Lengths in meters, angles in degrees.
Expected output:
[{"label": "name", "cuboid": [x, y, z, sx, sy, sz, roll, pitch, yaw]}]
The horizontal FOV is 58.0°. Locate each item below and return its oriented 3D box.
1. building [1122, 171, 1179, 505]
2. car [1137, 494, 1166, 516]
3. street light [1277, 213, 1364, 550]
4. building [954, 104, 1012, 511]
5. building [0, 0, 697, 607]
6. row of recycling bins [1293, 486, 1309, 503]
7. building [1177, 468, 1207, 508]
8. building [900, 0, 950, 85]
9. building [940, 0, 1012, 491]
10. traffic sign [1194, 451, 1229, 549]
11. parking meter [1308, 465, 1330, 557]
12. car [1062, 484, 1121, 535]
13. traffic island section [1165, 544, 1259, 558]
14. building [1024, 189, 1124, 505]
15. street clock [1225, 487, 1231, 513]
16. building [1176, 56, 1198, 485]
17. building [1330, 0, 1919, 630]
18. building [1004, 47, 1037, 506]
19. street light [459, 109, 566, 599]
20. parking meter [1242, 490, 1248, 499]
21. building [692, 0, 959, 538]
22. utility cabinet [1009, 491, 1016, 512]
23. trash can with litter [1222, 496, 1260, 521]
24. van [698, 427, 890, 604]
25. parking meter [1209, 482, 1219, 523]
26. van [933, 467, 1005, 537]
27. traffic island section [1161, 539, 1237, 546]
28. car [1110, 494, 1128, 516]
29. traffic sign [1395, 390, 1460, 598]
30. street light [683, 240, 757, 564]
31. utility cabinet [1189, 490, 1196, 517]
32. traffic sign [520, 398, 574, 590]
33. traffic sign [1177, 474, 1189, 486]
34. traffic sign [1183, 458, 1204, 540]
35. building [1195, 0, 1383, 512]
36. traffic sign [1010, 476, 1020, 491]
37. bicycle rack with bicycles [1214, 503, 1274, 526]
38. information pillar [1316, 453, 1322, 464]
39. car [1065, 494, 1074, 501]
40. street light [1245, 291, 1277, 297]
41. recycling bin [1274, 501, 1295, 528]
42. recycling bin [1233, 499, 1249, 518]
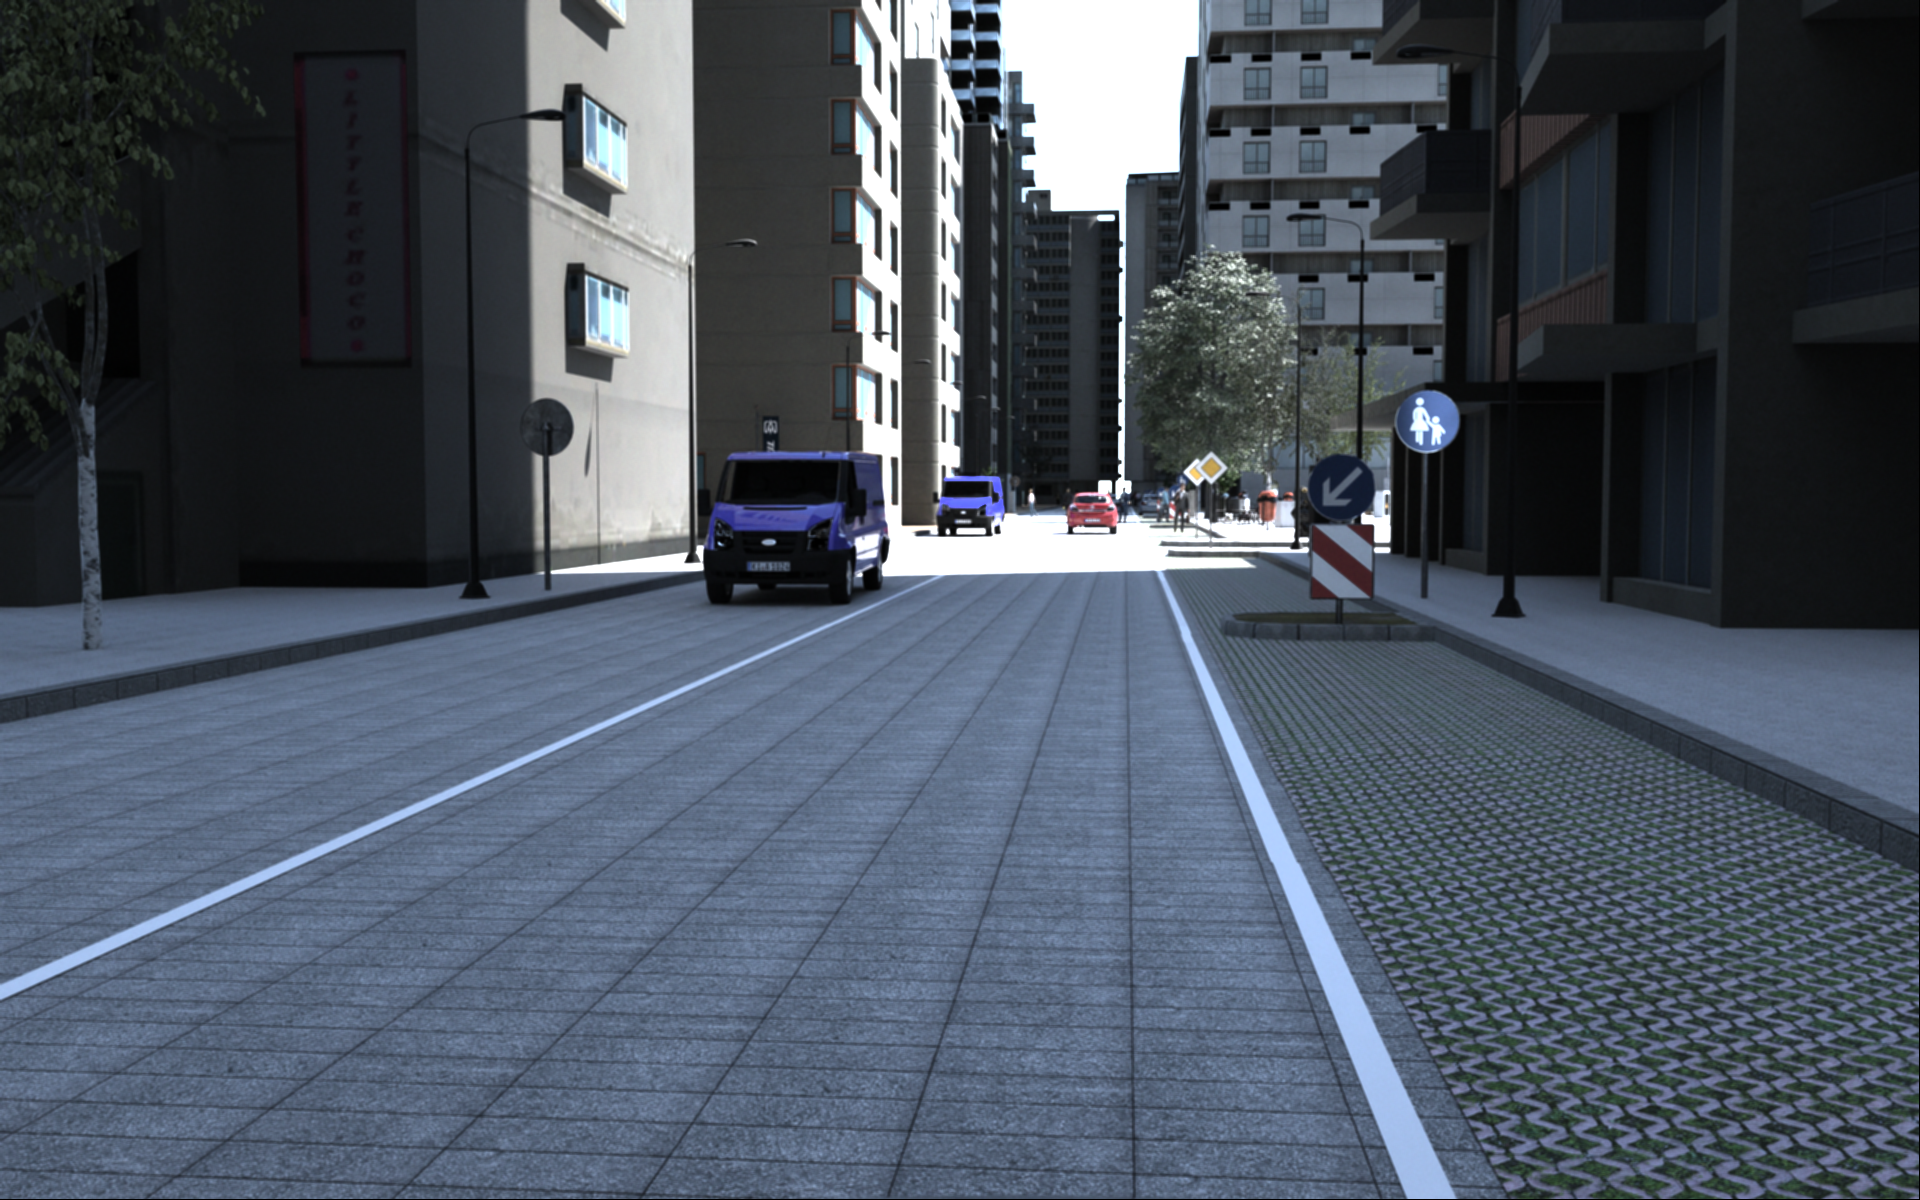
[{"label": "building", "cuboid": [27.131, -32.387, 213.119, 14.086, 41.232, 14.154, 0, 4, 5]}, {"label": "car", "cuboid": [12.723, -6.288, 114.813, 2.014, 1.417, 4.499, 0, 4, 5]}, {"label": "street light", "cuboid": [6.098, -3.439, 28.772, 1.470, 5.913, 1.316, 0, 4, 5]}, {"label": "building", "cuboid": [-3.511, -22.034, 131.962, 14.160, 30.474, 14.107, 0, 4, 5]}, {"label": "building", "cuboid": [-17.306, -24.695, 27.462, 21.600, 48.544, 21.300, 0, 4, 5]}, {"label": "row of recycling bins", "cuboid": [19.243, -5.112, 90.692, 3.534, 1.692, 1.069, 1, 4, 16]}, {"label": "building", "cuboid": [31.270, -44.286, 162.323, 20.563, 71.187, 20.611, 0, 4, 5]}, {"label": "building", "cuboid": [-14.996, -31.559, 105.221, 28.713, 52.752, 27.495, 0, 4, 5]}, {"label": "building", "cuboid": [-6.126, -51.444, 153.789, 22.319, 86.520, 31.000, 0, 4, 5]}, {"label": "traffic sign", "cuboid": [5.817, -2.232, 40.142, 0.795, 2.450, 0.064, 0, 4, 5]}, {"label": "parking meter", "cuboid": [7.328, -1.808, 35.276, 0.399, 1.863, 0.255, -1, 4, -19]}, {"label": "car", "cuboid": [4.779, -3.288, 62.806, 2.155, 1.783, 4.494, 0, 4, 4]}, {"label": "traffic island section", "cuboid": [5.841, -1.097, 40.217, 2.009, 0.180, 2.903, 0, 4, 5]}, {"label": "building", "cuboid": [9.000, -32.519, 223.568, 23.993, 40.220, 32.217, 0, 4, 5]}, {"label": "street clock", "cuboid": [17.798, -6.770, 115.266, 0.471, 2.002, 0.358, 2, 4, 35]}, {"label": "building", "cuboid": [34.166, -34.263, 183.900, 21.300, 48.544, 21.600, 0, 4, 5]}, {"label": "building", "cuboid": [17.637, -22.503, 22.553, 22.147, 44.769, 28.867, 0, 4, 5]}, {"label": "building", "cuboid": [-7.165, -34.740, 187.607, 30.456, 49.044, 23.786, 0, 4, 5]}, {"label": "street light", "cuboid": [-5.446, -2.971, 21.121, 1.470, 5.913, 1.316, 0, 4, 5]}, {"label": "parking meter", "cuboid": [18.050, -6.192, 109.654, 0.372, 1.533, 0.369, 0, 3, 0]}, {"label": "building", "cuboid": [-15.164, -13.439, 64.770, 27.650, 21.520, 28.899, 0, 4, 5]}, {"label": "utility cabinet", "cuboid": [3.596, -6.772, 119.393, 0.318, 1.500, 1.173, 1, 4, 11]}, {"label": "trash can with litter", "cuboid": [13.558, -4.408, 83.122, 2.233, 1.210, 1.678, 0, 4, -4]}, {"label": "van", "cuboid": [-2.229, -1.224, 24.399, 2.240, 2.365, 5.245, 0, 4, 4]}, {"label": "parking meter", "cuboid": [11.238, -4.335, 76.591, 0.399, 1.863, 0.255, 3, 5, 45]}, {"label": "van", "cuboid": [0.381, -3.396, 59.902, 2.240, 2.365, 5.245, 0, 4, 6]}, {"label": "traffic island section", "cuboid": [6.601, -1.583, 48.166, 2.009, 0.180, 2.903, 0, 4, 5]}, {"label": "car", "cuboid": [10.286, -6.318, 115.298, 2.014, 1.417, 4.499, 0, 4, 6]}, {"label": "traffic sign", "cuboid": [5.727, -1.295, 21.284, 0.768, 2.556, 0.104, 1, 4, 12]}, {"label": "street light", "cuboid": [-4.408, -3.626, 31.823, 1.470, 5.913, 1.316, 0, 4, 5]}, {"label": "utility cabinet", "cuboid": [12.699, -5.271, 94.864, 0.318, 1.500, 1.173, 0, 4, 4]}, {"label": "traffic sign", "cuboid": [-5.508, -1.405, 23.071, 0.768, 2.556, 0.104, 1, 4, 13]}, {"label": "traffic sign", "cuboid": [14.443, -6.866, 112.371, 0.768, 2.556, 0.104, 1, 4, 9]}, {"label": "traffic sign", "cuboid": [6.576, -2.719, 48.091, 0.795, 2.450, 0.064, 0, 4, 5]}, {"label": "building", "cuboid": [32.904, -33.573, 138.162, 28.713, 52.752, 27.495, 0, 4, 5]}, {"label": "traffic sign", "cuboid": [3.821, -7.374, 120.664, 0.768, 2.556, 0.104, 1, 4, 13]}, {"label": "bicycle rack with bicycles", "cuboid": [11.931, -3.549, 71.403, 2.925, 0.926, 2.852, -2, 4, -24]}, {"label": "information pillar", "cuboid": [20.546, -6.589, 99.091, 0.183, 3.616, 0.504, -3, 4, -37]}, {"label": "car", "cuboid": [11.351, -9.907, 171.013, 2.155, 1.783, 4.494, 0, 4, 4]}, {"label": "street light", "cuboid": [7.217, -4.111, 39.754, 1.470, 5.913, 1.316, 0, 4, 5]}, {"label": "recycling bin", "cuboid": [12.295, -3.223, 65.252, 0.722, 1.027, 0.722, -1, 4, -11]}, {"label": "recycling bin", "cuboid": [15.022, -4.895, 92.595, 0.722, 1.027, 0.722, 2, 4, 28]}]
